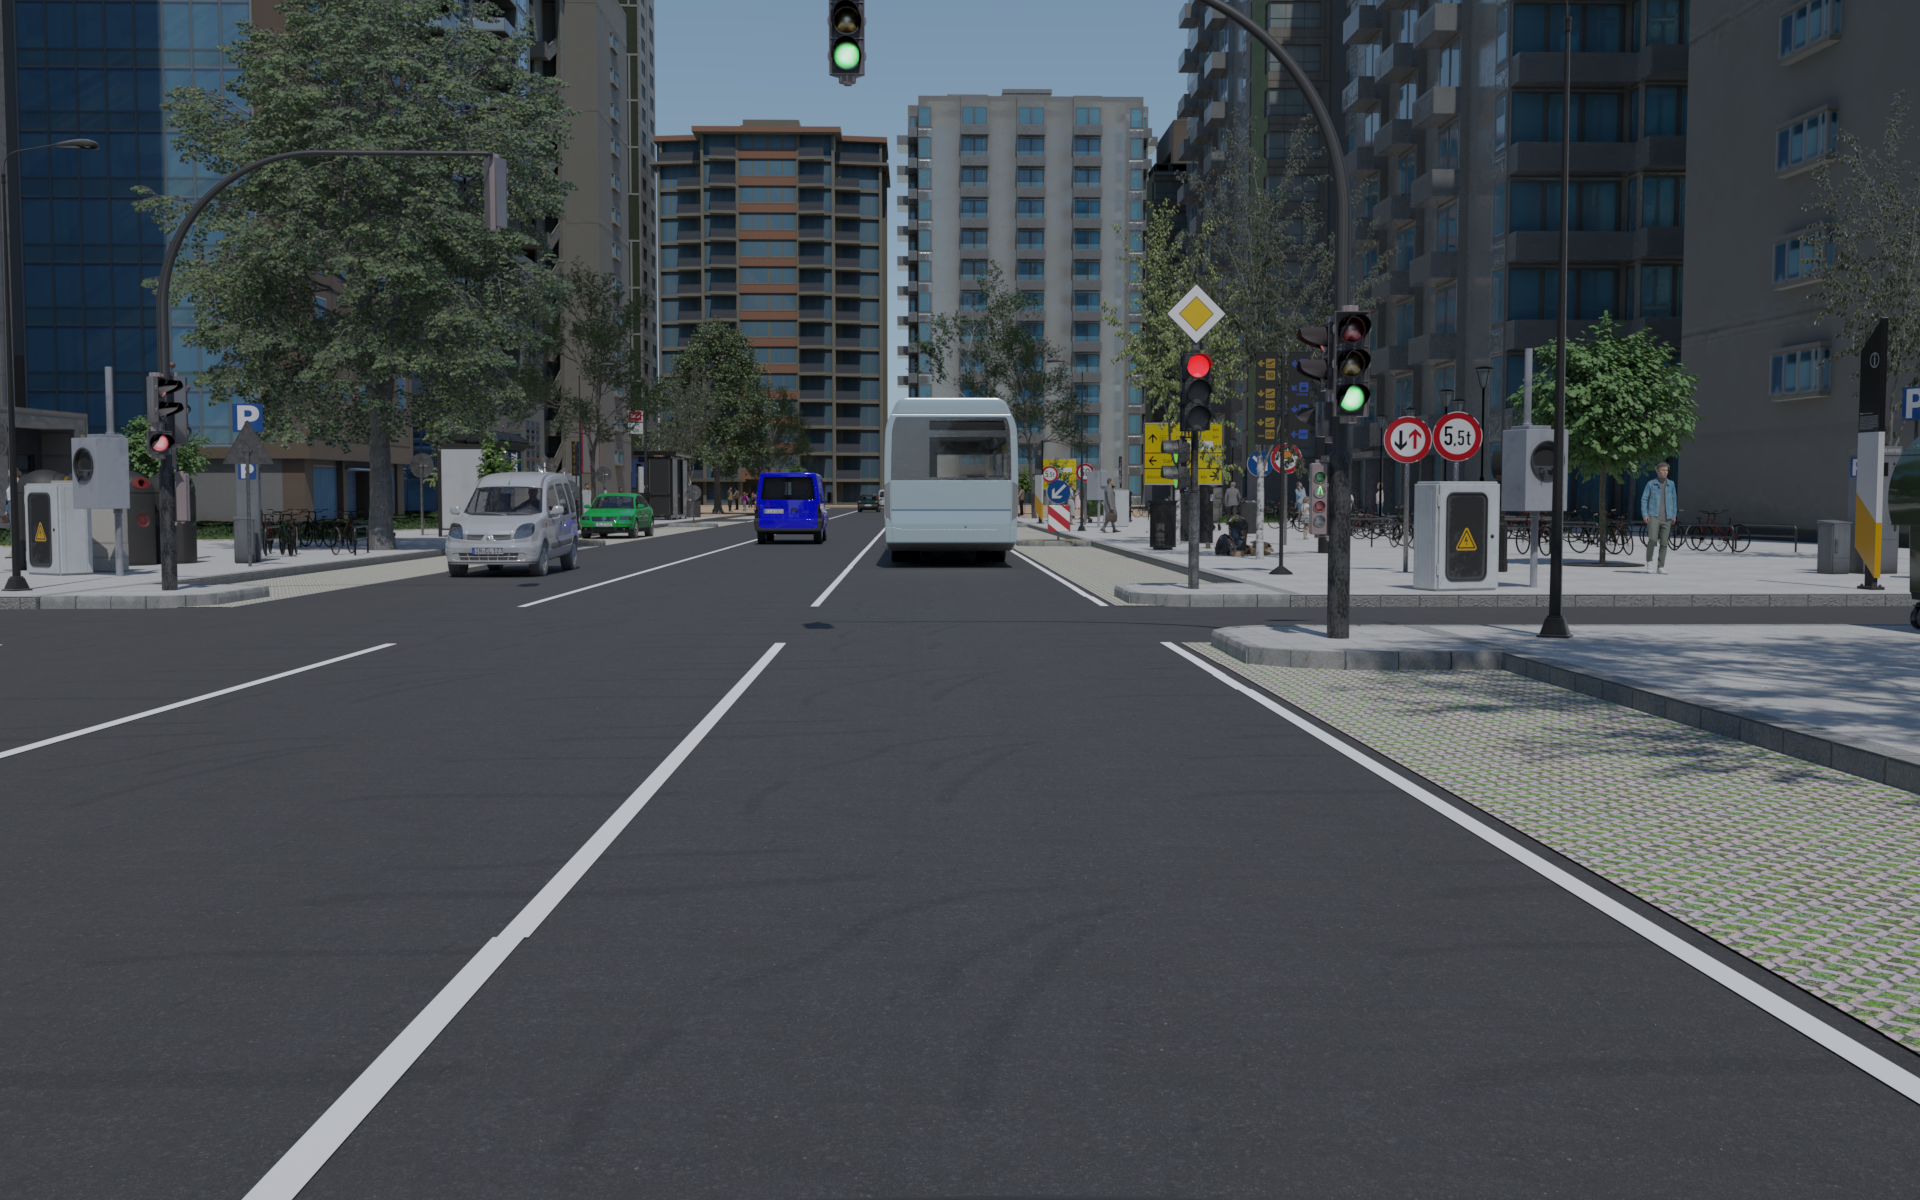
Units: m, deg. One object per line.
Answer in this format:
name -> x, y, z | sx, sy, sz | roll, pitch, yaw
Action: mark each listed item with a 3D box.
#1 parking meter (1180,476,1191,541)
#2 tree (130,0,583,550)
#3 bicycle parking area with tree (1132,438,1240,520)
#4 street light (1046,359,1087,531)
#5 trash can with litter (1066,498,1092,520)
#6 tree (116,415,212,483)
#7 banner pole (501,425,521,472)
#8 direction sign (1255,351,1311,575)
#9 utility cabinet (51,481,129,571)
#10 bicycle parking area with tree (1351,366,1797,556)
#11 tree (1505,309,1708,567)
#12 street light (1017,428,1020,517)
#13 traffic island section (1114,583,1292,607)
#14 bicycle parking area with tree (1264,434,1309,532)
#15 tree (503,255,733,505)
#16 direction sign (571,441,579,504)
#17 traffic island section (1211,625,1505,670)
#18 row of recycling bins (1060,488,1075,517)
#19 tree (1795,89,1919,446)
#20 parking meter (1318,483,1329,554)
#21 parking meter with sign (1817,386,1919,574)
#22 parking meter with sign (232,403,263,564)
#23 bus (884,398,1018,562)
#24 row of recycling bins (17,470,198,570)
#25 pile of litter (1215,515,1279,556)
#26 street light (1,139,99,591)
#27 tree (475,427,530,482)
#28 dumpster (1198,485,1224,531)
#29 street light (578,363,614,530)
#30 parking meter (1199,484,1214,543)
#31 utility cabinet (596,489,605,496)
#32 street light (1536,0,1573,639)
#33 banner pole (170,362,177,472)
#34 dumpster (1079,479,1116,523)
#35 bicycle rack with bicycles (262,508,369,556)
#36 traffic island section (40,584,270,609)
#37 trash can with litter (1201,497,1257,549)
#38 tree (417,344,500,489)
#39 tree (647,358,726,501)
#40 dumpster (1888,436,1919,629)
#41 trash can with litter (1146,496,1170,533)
parking meter -> 6.118, -2.536, 47.167 | 0.399, 1.863, 0.255 | 0, 4, 6
tree -> -13.405, -8.117, 39.362 | 9.857, 13.997, 8.962 | 0, 3, 0
bicycle parking area with tree -> 12.638, -5.814, 82.065 | 8.231, 4.147, 9.016 | 1, 4, 15
street light -> 3.670, -5.334, 59.748 | 1.470, 5.913, 1.316 | 0, 4, -1
trash can with litter -> 5.932, -4.662, 87.287 | 2.233, 1.210, 1.678 | -2, 4, -33
tree -> -29.009, -4.836, 62.776 | 4.285, 4.588, 4.351 | 0, 3, 0
banner pole -> -16.414, -4.478, 63.227 | 0.863, 3.779, 0.401 | 0, 4, -2
direction sign -> 5.126, -2.175, 27.562 | 0.876, 3.537, 0.379 | 0, 4, -4
utility cabinet -> -14.309, -1.212, 28.503 | 1.173, 1.500, 0.318 | 1, 4, 11
bicycle parking area with tree -> 14.207, -3.248, 40.108 | 8.231, 4.147, 9.016 | 0, 4, -6
tree -> 11.503, -2.889, 30.950 | 4.285, 4.588, 4.351 | 0, 3, 0
street light -> 2.716, -7.699, 98.425 | 1.470, 5.913, 1.316 | 0, 4, -1
traffic island section -> 3.181, -0.071, 23.438 | 2.009, 0.180, 2.903 | 0, 4, -1
bicycle parking area with tree -> 14.331, -3.849, 49.936 | 9.016, 4.147, 8.231 | 2, 4, 33
tree -> -14.827, -8.209, 68.627 | 8.767, 10.594, 7.601 | 2, 4, 35
direction sign -> -16.504, -5.046, 74.498 | 0.379, 3.537, 0.876 | 1, 4, 10
traffic island section -> 3.381, 0.417, 15.455 | 2.009, 0.180, 2.903 | 0, 4, -1
row of recycling bins -> 5.516, -5.104, 90.564 | 1.069, 1.692, 3.534 | 0, 4, 4
tree -> 17.684, -5.026, 32.533 | 4.360, 8.622, 3.978 | 0, 3, 0
parking meter -> 7.944, -1.779, 37.493 | 0.372, 1.533, 0.369 | 0, 3, 0
parking meter with sign -> 14.685, -1.933, 27.866 | 1.738, 3.016, 0.543 | -1, 4, -15
parking meter with sign -> -13.459, -2.228, 32.688 | 0.543, 3.016, 1.738 | -1, 4, -19
bus -> -0.320, -2.744, 39.731 | 2.948, 3.499, 13.247 | 0, 4, -1
row of recycling bins -> -15.108, -1.444, 30.722 | 1.069, 1.692, 3.534 | 1, 4, 21
pile of litter -> 6.058, -1.369, 36.356 | 1.719, 0.858, 1.176 | -2, 4, -27
street light -> -11.978, -3.075, 22.820 | 1.470, 5.913, 1.316 | 0, 4, -1
tree -> -13.531, -3.385, 49.952 | 1.663, 3.219, 1.824 | 0, 3, 0
dumpster -> 8.575, -3.384, 61.087 | 1.264, 1.857, 1.865 | 0, 4, -1
street light -> -12.947, -5.441, 61.497 | 1.470, 5.913, 1.316 | 0, 4, -1
parking meter -> 6.420, -2.249, 45.179 | 0.372, 1.533, 0.369 | 0, 3, 0
utility cabinet -> -15.558, -4.031, 74.588 | 0.318, 1.500, 1.173 | -2, 4, -24
street light -> 4.800, -2.619, 15.363 | 1.470, 5.913, 1.316 | 0, 4, -1
banner pole -> -15.018, -2.633, 33.071 | 0.401, 3.779, 0.863 | -2, 4, -29
dumpster -> 6.123, -4.557, 77.007 | 1.502, 2.255, 1.985 | 0, 4, -1
bicycle rack with bicycles -> -13.751, -1.422, 36.637 | 2.852, 0.926, 2.925 | -1, 4, -9
traffic island section -> -10.556, -0.050, 23.099 | 2.009, 0.180, 2.903 | 0, 4, -1
trash can with litter -> 6.442, -1.822, 40.853 | 2.233, 1.210, 1.678 | -1, 4, -14
tree -> -23.255, -7.904, 79.588 | 4.737, 8.622, 4.395 | 0, 3, 0
tree -> -14.786, -8.734, 93.157 | 4.360, 8.622, 3.978 | 0, 3, 0
dumpster -> 9.630, -0.802, 15.614 | 1.502, 2.255, 1.985 | 0, 4, -2
trash can with litter -> 7.015, -2.850, 57.653 | 1.678, 1.210, 2.233 | 0, 4, 1
